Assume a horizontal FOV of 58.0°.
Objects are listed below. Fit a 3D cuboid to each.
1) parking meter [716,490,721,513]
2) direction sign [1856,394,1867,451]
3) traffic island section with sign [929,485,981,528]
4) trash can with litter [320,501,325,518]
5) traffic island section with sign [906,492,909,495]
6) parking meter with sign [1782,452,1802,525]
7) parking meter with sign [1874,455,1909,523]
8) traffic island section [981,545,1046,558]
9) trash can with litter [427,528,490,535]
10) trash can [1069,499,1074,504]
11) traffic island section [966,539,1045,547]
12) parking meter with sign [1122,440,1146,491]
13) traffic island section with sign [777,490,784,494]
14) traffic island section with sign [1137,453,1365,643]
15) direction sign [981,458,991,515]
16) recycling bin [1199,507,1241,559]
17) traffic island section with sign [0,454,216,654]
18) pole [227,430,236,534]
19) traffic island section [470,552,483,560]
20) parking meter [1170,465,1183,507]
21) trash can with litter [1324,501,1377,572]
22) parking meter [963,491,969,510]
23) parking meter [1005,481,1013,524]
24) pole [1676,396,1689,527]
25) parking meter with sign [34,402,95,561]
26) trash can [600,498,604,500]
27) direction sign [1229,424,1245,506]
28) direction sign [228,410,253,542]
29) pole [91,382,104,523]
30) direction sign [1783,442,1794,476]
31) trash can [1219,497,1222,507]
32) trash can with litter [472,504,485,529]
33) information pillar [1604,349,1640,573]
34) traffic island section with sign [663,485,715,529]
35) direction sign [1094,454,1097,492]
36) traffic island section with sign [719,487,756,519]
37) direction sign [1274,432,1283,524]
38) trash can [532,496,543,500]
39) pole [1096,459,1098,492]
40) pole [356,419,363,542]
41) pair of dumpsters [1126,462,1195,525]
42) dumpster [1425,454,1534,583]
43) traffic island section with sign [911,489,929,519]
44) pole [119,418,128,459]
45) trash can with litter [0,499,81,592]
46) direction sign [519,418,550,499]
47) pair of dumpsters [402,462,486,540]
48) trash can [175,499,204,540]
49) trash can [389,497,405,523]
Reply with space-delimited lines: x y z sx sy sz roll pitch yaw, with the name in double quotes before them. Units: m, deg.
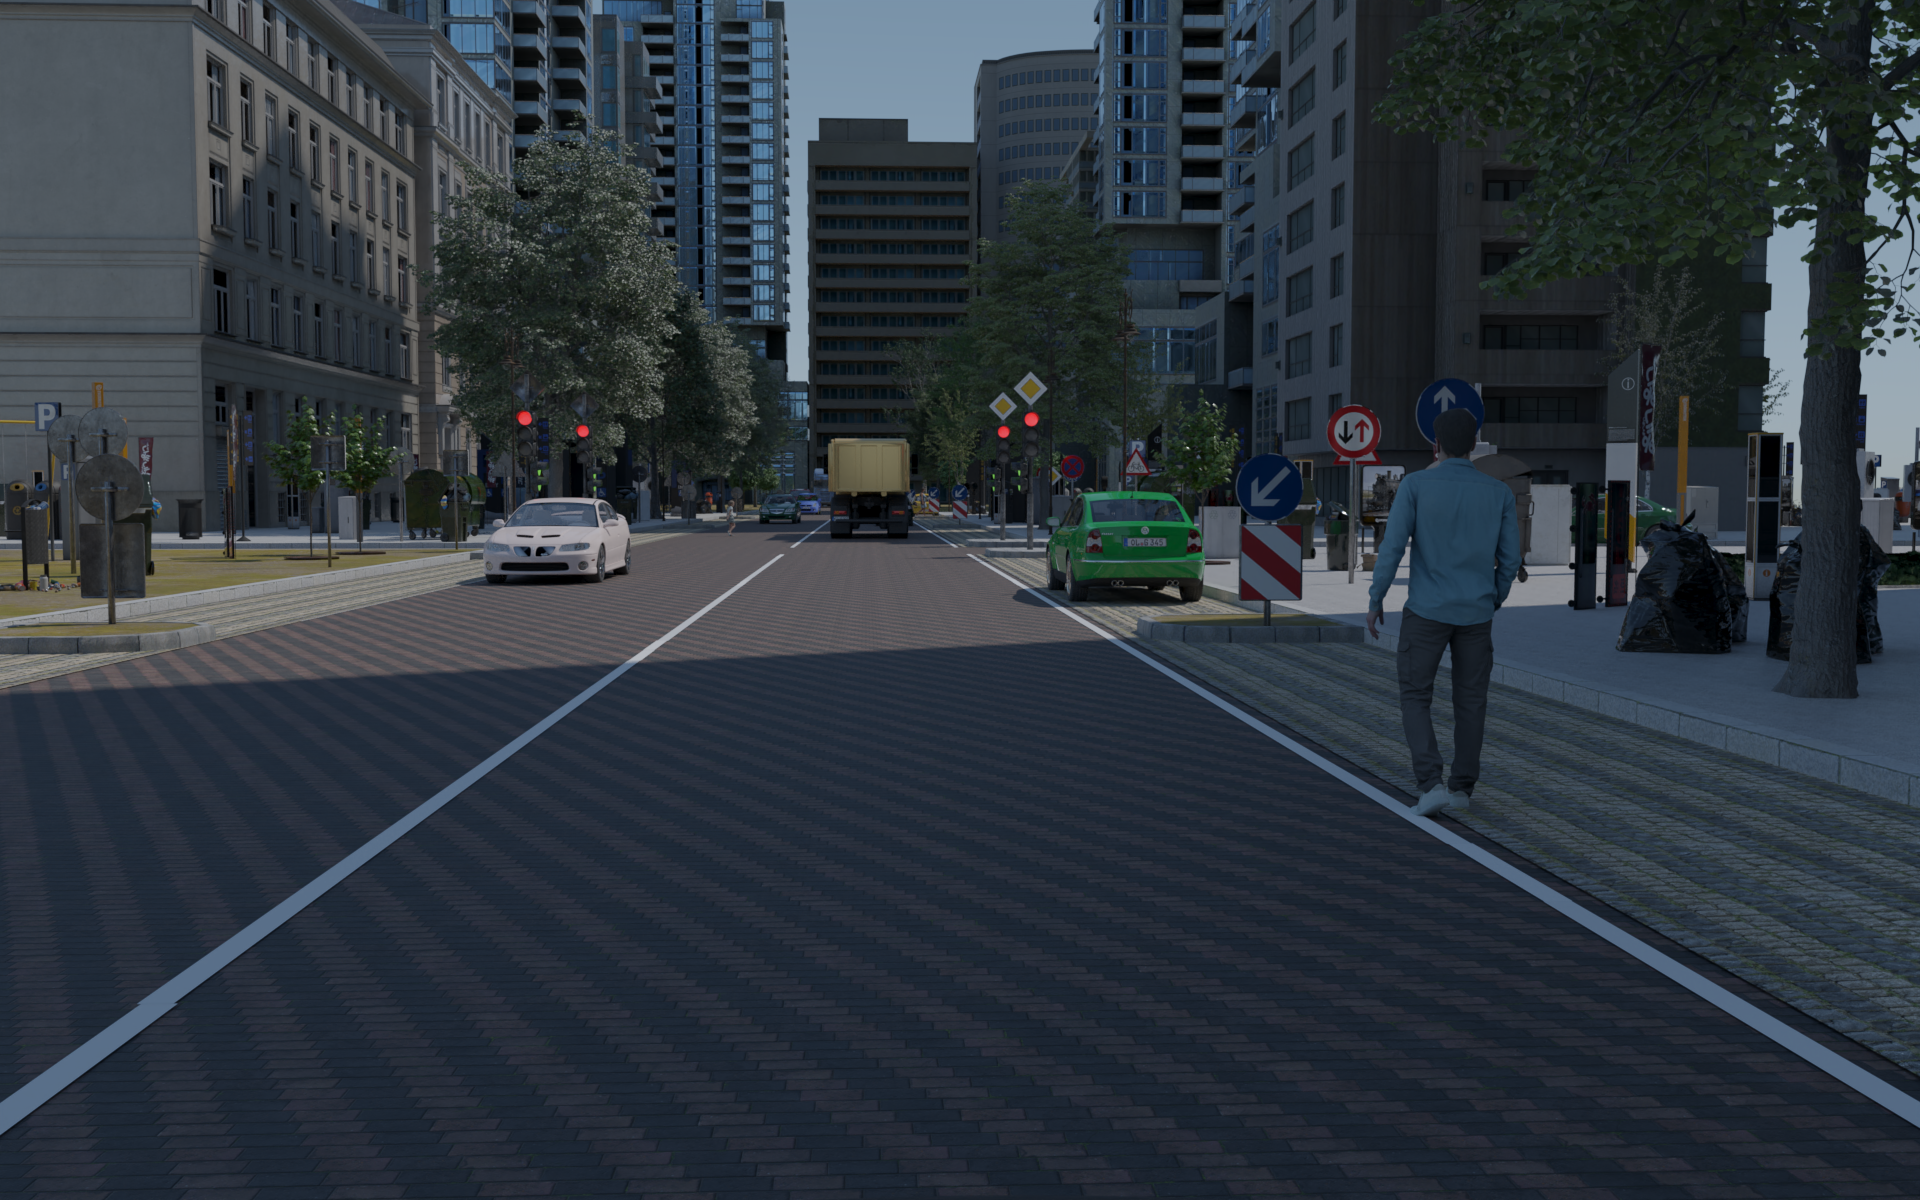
"parking meter" -16.662 -6.804 119.650 0.372 1.533 0.369 0 3 0
"direction sign" 20.101 -2.895 39.326 0.876 3.537 0.379 0 4 0
"traffic island section with sign" -0.153 -3.939 73.032 1.989 1.847 2.006 0 4 -3
"trash can with litter" -24.400 -3.377 66.602 0.624 1.170 1.055 2 4 24
"traffic island section with sign" -5.764 -10.274 176.607 1.989 1.847 2.006 0 4 -3
"parking meter with sign" 33.889 -4.590 71.300 0.543 3.016 1.738 -3 5 -40
"parking meter with sign" 41.310 -4.932 76.893 1.738 3.016 0.543 -1 4 -16
"traffic island section" 1.635 -1.078 39.898 2.009 0.180 2.903 0 4 -3
"trash can with litter" -16.162 -2.725 55.614 2.233 1.210 1.678 -2 4 -30
"trash can" 3.602 -2.431 51.402 0.748 1.137 0.748 0 3 0
"traffic island section" 1.204 -1.565 47.872 2.009 0.180 2.903 0 4 -3
"parking meter with sign" 5.470 -3.634 55.676 0.543 3.016 1.738 1 4 23
"traffic island section with sign" -15.434 -8.619 149.546 1.989 1.847 2.006 0 4 -3
"traffic island section with sign" 2.846 -0.543 17.503 1.989 1.847 2.006 0 4 -3
"direction sign" 1.594 -7.141 108.746 0.876 3.537 0.379 2 4 28
"recycling bin" 5.186 -1.351 34.636 0.722 1.027 0.722 0 4 -2
"traffic island section with sign" -8.225 -0.471 16.336 1.989 1.847 2.006 0 4 -3
"pole" -23.269 -3.760 55.323 0.158 3.312 0.155 0 3 0
"traffic island section" -9.789 -1.040 39.287 2.009 0.180 2.903 0 4 -3
"parking meter" 4.363 -1.788 34.951 0.255 1.863 0.399 1 4 10
"trash can with litter" 6.629 -1.076 28.985 1.055 1.170 0.624 2 4 25
"parking meter" 0.411 -6.373 112.607 0.372 1.533 0.369 0 3 0
"parking meter" 2.083 -4.240 75.032 0.399 1.863 0.255 3 5 41
"pole" 15.068 -2.587 36.133 0.158 3.312 0.155 0 3 0
"parking meter with sign" -17.092 -2.293 33.748 0.543 3.016 1.738 1 4 15
"trash can" -13.166 -3.095 62.261 0.748 1.137 0.748 0 3 0
"direction sign" 9.016 -3.944 56.478 0.379 3.537 0.876 -2 4 -25
"direction sign" -19.421 -3.354 46.841 0.379 3.537 0.876 1 4 18
"pole" -15.734 -2.315 31.688 0.158 3.312 0.155 0 3 0
"direction sign" 35.920 -5.111 75.554 0.379 3.537 0.876 -2 4 -32
"trash can" 11.983 -4.146 79.438 0.748 1.137 0.748 0 3 0
"trash can with litter" -17.759 -3.193 63.600 0.624 1.170 1.055 -1 4 -20
"information pillar" 10.795 -2.255 28.217 0.504 3.616 0.183 3 4 38
"traffic island section with sign" -11.222 -3.867 71.846 1.989 1.847 2.006 0 4 -3
"direction sign" 7.676 -6.492 98.143 0.379 3.537 0.876 1 4 10
"traffic island section with sign" -12.695 -5.521 98.902 1.989 1.847 2.006 0 4 -3
"direction sign" 11.770 -4.409 64.087 0.379 3.537 0.876 0 4 -8
"trash can" -28.285 -6.366 115.735 0.748 1.137 0.748 0 3 0
"pole" 7.954 -6.560 101.105 0.158 3.312 0.155 0 3 0
"pole" -16.011 -3.197 46.117 0.158 3.312 0.155 0 3 0
"pair of dumpsters" 6.108 -3.046 52.290 1.574 2.255 4.437 0 4 -3
"dumpster" 7.660 -1.224 25.774 1.264 1.857 1.865 0 4 -3
"traffic island section with sign" -1.647 -5.612 100.380 1.989 1.847 2.006 0 4 -3
"pole" -22.435 -3.219 46.467 0.158 3.312 0.155 0 3 0
"trash can with litter" -12.297 -0.770 23.643 1.678 1.210 2.233 0 4 2
"direction sign" -12.600 -3.626 51.280 0.876 3.537 0.379 -1 4 -18
"pair of dumpsters" -14.972 -2.921 50.254 1.574 2.255 4.437 0 4 -3
"trash can" -21.709 -2.275 48.850 0.748 1.137 0.748 0 3 0
"trash can" -25.224 -4.041 77.722 0.748 1.137 0.748 0 3 0
